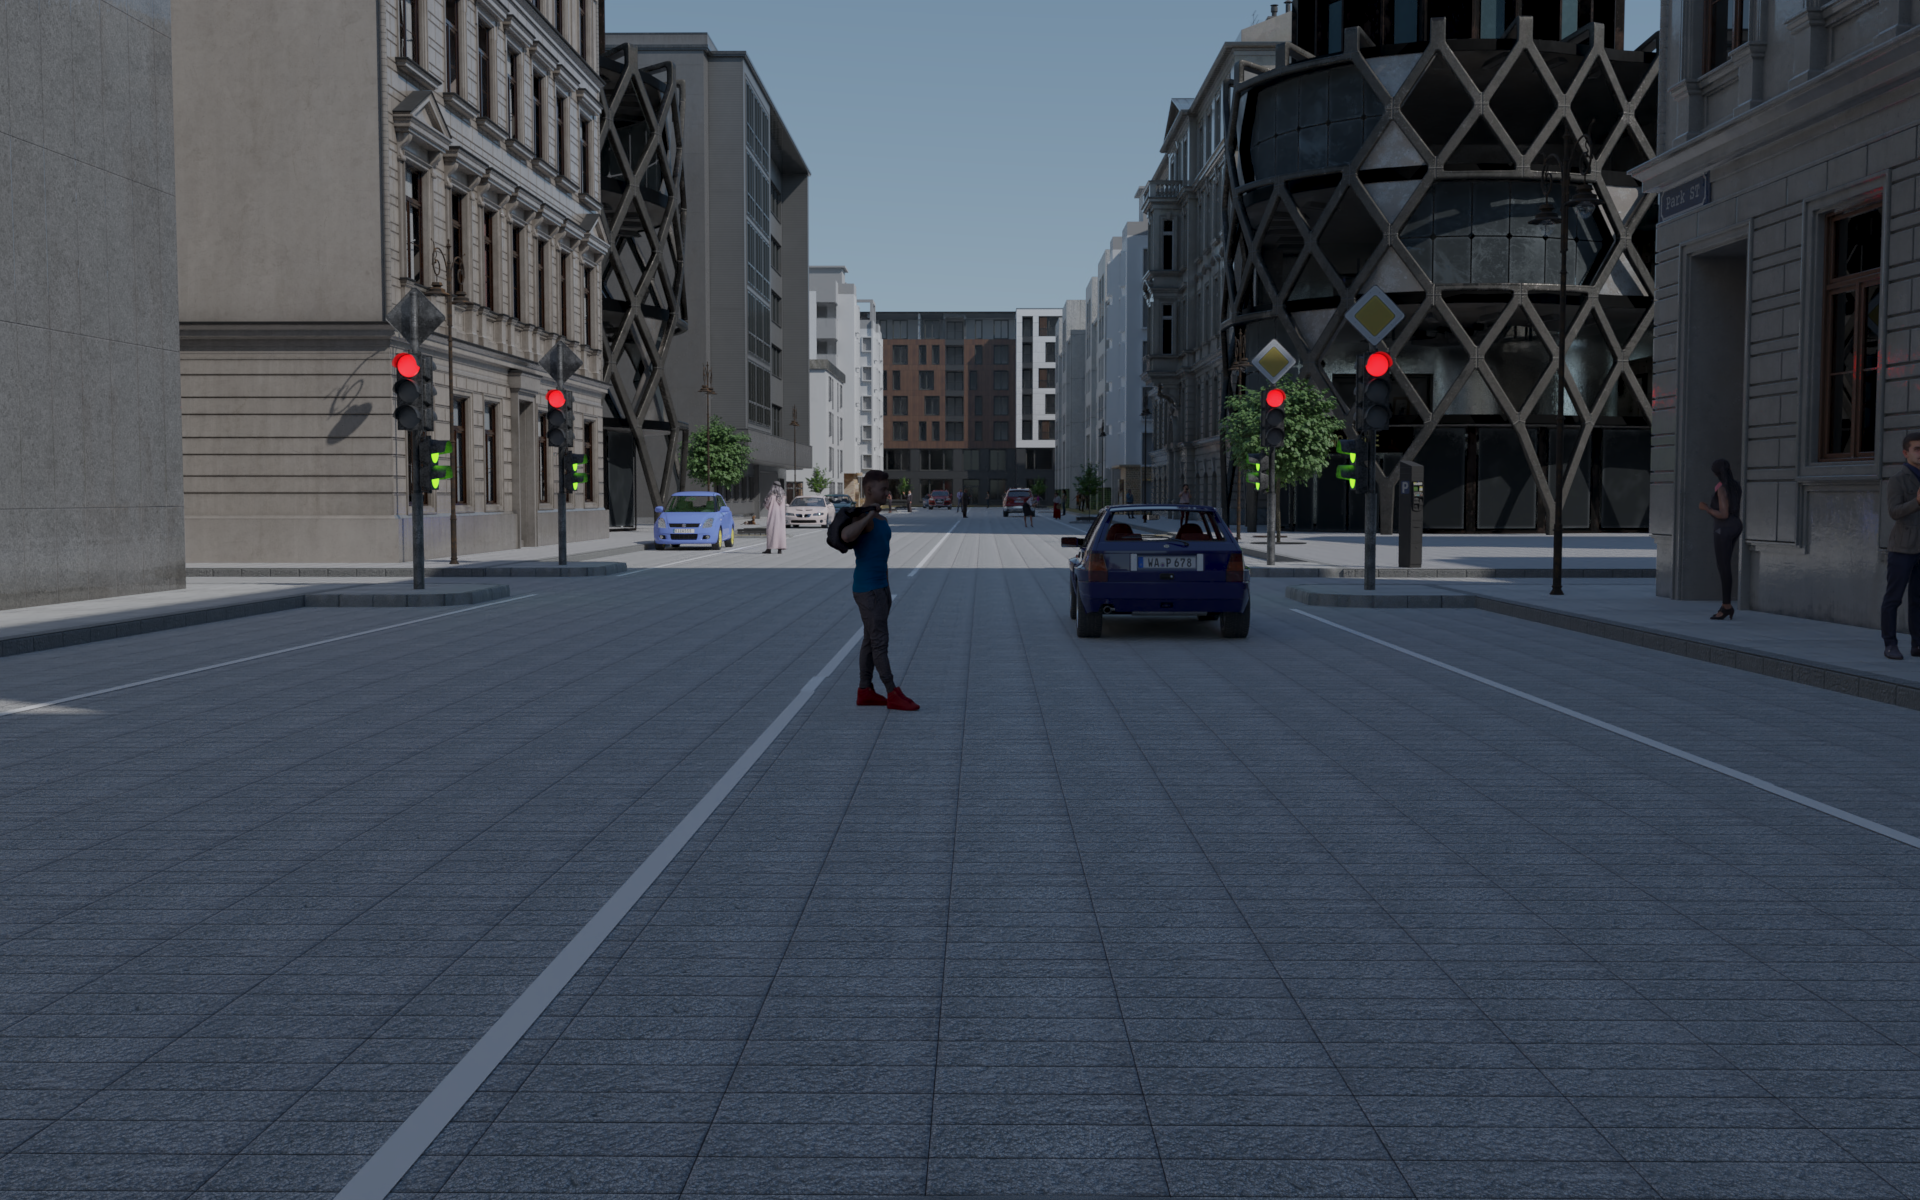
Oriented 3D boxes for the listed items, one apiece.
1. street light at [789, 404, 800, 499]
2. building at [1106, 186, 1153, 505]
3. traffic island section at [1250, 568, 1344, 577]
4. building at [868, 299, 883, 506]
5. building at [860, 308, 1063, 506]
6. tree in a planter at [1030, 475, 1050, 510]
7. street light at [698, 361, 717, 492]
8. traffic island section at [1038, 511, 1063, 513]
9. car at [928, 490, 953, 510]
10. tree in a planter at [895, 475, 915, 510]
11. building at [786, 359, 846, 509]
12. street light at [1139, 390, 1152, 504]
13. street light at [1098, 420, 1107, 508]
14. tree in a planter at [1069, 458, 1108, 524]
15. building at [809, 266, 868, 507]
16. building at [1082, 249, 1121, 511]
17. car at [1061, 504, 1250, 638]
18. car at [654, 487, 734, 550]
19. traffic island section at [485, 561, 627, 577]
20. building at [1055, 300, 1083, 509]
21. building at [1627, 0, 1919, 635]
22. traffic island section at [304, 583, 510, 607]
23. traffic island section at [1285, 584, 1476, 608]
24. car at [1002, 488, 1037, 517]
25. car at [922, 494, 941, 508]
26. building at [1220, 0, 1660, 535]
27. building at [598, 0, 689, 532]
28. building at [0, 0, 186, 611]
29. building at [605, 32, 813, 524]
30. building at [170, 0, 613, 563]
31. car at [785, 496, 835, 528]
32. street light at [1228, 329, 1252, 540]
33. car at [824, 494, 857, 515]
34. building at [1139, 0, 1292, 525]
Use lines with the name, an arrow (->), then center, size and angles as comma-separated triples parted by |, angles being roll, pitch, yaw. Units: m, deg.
street light -> -8.512, -7.129, 89.342 | 0.468, 5.910, 1.993 | 0, 4, 1
building -> 17.647, -15.640, 112.128 | 16.016, 20.091, 11.380 | 0, 4, 1
traffic island section -> 5.622, -0.546, 31.207 | 2.009, 0.180, 2.903 | 0, 4, 1
building -> -13.668, -19.467, 174.711 | 11.380, 20.091, 16.016 | 0, 4, 1
building -> 4.183, -22.036, 204.259 | 32.646, 21.610, 27.936 | 0, 4, 1
tree in a planter -> 7.356, -10.012, 160.911 | 1.991, 3.239, 1.994 | 0, 4, 1
street light -> -8.804, -5.369, 60.568 | 0.468, 5.910, 1.993 | 0, 4, 1
traffic island section -> 6.993, -6.745, 133.140 | 1.991, 0.108, 1.994 | 0, 4, 1
car -> -1.808, -9.218, 159.395 | 2.281, 1.827, 5.304 | 0, 4, 1
tree in a planter -> -5.167, -9.957, 160.022 | 1.991, 3.239, 1.994 | 0, 4, 1
building -> -12.589, -10.999, 121.981 | 9.099, 9.664, 28.070 | 0, 4, 1
street light -> 8.263, -6.384, 77.174 | 0.468, 5.910, 1.993 | 0, 4, 1
street light -> 8.711, -8.130, 105.714 | 0.468, 5.910, 1.993 | 0, 4, 1
tree in a planter -> 6.344, -5.355, 84.779 | 1.991, 3.239, 1.994 | 0, 4, 1
building -> -16.111, -17.435, 141.487 | 16.016, 20.091, 11.380 | 0, 4, 1
building -> 18.975, -16.344, 133.675 | 16.747, 18.905, 31.486 | 0, 4, 1
car -> 2.067, -0.368, 18.596 | 1.945, 1.354, 3.894 | 0, 4, 2
car -> -6.947, -2.187, 45.356 | 1.945, 1.707, 3.694 | 0, 3, 0
traffic island section -> -7.218, -0.557, 31.383 | 2.009, 0.180, 2.903 | 0, 4, 1
building -> 18.161, -18.327, 166.097 | 16.747, 18.905, 31.486 | 0, 4, 1
building -> 13.564, -10.712, 11.291 | 11.583, 22.565, 21.152 | 0, 4, 1
traffic island section -> -7.326, -0.068, 23.399 | 2.009, 0.180, 2.903 | 0, 4, 1
traffic island section -> 5.515, -0.058, 23.222 | 2.009, 0.180, 2.903 | 0, 4, 1
car -> 3.773, -6.200, 110.037 | 2.281, 1.827, 5.304 | 0, 4, 2
car -> -2.808, -9.954, 174.742 | 2.014, 1.417, 4.499 | 0, 4, 1
building -> 17.639, -11.869, 61.516 | 16.820, 18.784, 16.811 | 0, 4, 1
building -> -18.029, -11.707, 58.863 | 16.820, 18.784, 16.811 | 0, 4, 1
building -> -20.500, -12.161, 16.849 | 19.932, 24.808, 12.078 | 0, 4, 1
building -> -16.086, -16.469, 88.340 | 14.314, 24.678, 30.058 | 0, 4, 1
building -> -15.020, -10.773, 40.759 | 10.561, 19.102, 19.286 | 0, 4, 1
car -> -6.407, -3.772, 74.036 | 2.083, 1.381, 4.827 | 0, 4, 2
street light -> 7.845, -4.639, 48.634 | 0.468, 5.910, 1.993 | 0, 4, 1
car -> -6.260, -4.645, 87.740 | 2.131, 1.459, 4.920 | 0, 4, 1
building -> 16.521, -16.429, 87.692 | 14.460, 24.649, 34.723 | 0, 4, 1
